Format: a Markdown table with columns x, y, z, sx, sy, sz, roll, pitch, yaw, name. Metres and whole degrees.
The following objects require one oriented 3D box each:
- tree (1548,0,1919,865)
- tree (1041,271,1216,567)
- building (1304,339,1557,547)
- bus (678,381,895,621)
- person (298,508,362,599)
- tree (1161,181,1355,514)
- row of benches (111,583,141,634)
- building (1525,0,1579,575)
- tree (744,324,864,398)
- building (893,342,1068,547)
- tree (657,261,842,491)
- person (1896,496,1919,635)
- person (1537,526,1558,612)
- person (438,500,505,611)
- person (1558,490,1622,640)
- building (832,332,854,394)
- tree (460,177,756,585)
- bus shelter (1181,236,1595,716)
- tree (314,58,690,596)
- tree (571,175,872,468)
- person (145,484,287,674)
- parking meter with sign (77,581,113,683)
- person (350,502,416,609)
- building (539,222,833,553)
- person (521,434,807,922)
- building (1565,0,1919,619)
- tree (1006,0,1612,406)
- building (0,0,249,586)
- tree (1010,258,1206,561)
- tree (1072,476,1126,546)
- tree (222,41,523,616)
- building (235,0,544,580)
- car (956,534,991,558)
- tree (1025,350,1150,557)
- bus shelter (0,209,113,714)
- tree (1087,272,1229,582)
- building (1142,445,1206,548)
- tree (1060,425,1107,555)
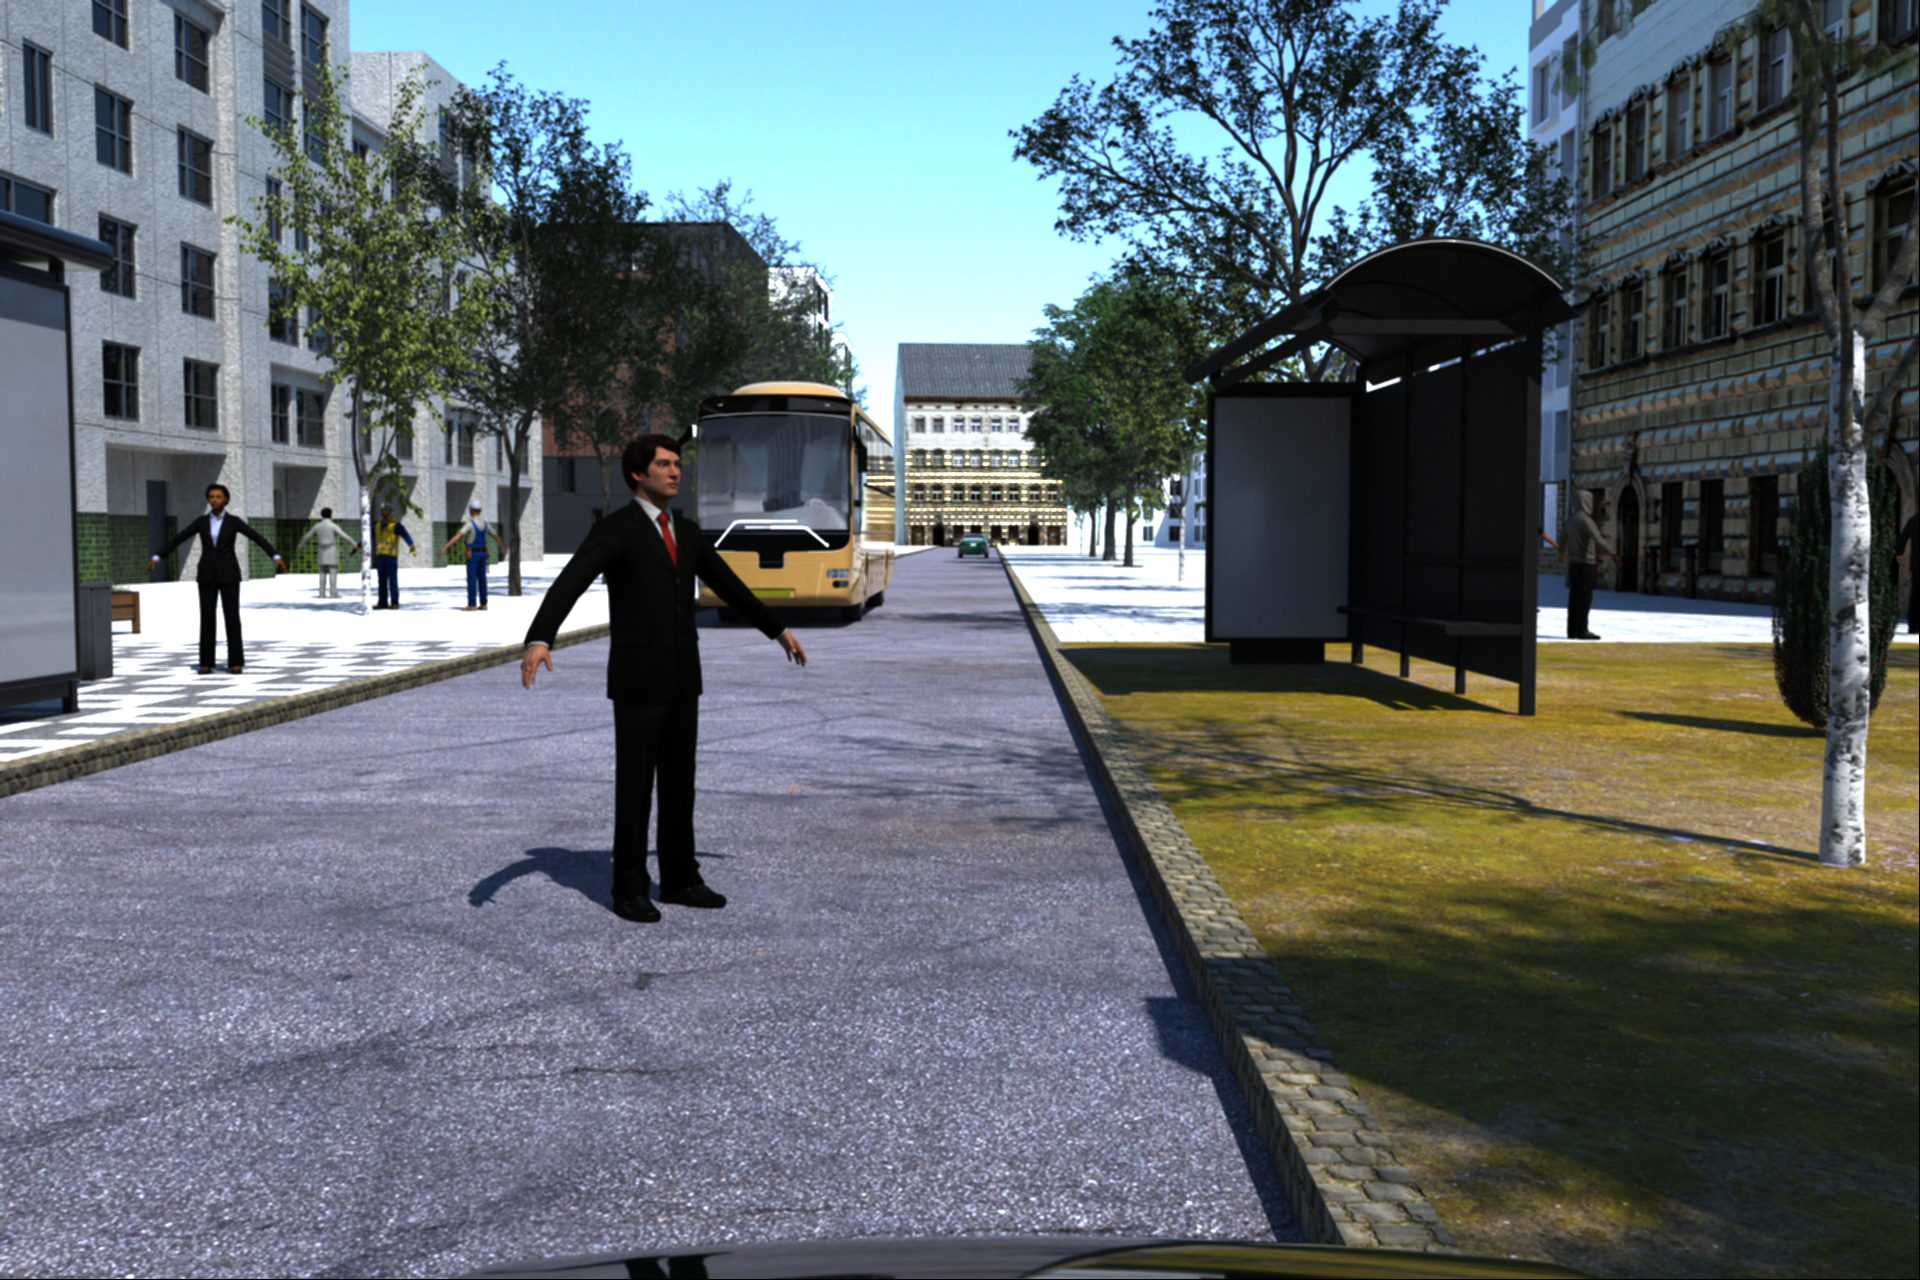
| x | y | z | sx | sy | sz | roll | pitch | yaw | name |
| --- | --- | --- | --- | --- | --- | --- | --- | --- | --- |
| 3.639 | -3.443 | 6.660 | 4.360 | 8.622 | 3.978 | 0 | 3 | 0 | tree |
| 6.663 | -8.639 | 67.001 | 9.928 | 11.665 | 9.643 | 0 | 3 | 0 | tree |
| 21.604 | -8.033 | 73.482 | 9.099 | 9.664 | 28.070 | 0 | 4 | 1 | building |
| -2.746 | -2.454 | 31.668 | 2.896 | 3.916 | 12.252 | 0 | 4 | 1 | bus |
| -12.580 | -1.732 | 34.501 | 1.347 | 1.806 | 0.705 | 0 | 4 | 7 | person |
| 6.134 | -5.316 | 37.273 | 4.737 | 8.622 | 4.395 | 0 | 3 | 0 | tree |
| -11.296 | -0.311 | 20.547 | 1.422 | 0.672 | 4.104 | 1 | 4 | 14 | row of benches |
| 23.589 | -12.149 | 55.056 | 16.016 | 20.090 | 11.380 | 0 | 4 | 1 | building |
| -8.201 | -9.808 | 86.110 | 9.928 | 11.665 | 9.643 | 0 | 3 | 0 | tree |
| 1.955 | -22.325 | 198.397 | 18.063 | 23.208 | 19.493 | 0 | 4 | -6 | building |
| -8.748 | -9.434 | 72.378 | 7.486 | 12.596 | 7.792 | 0 | 3 | 0 | tree |
| 12.354 | -0.974 | 22.142 | 0.704 | 1.802 | 1.346 | 0 | 4 | -5 | person |
| 9.278 | -1.360 | 28.382 | 1.345 | 1.843 | 0.704 | -1 | 4 | -16 | person |
| -8.123 | -1.416 | 29.014 | 0.705 | 1.847 | 1.347 | 3 | 4 | 36 | person |
| 7.614 | -0.918 | 21.132 | 0.705 | 1.813 | 1.348 | -1 | 4 | -10 | person |
| -25.624 | -20.135 | 173.175 | 27.936 | 21.610 | 32.646 | 0 | 4 | 0 | building |
| -8.813 | -6.703 | 44.014 | 8.767 | 10.594 | 7.601 | 1 | 4 | 22 | tree |
| 3.253 | -1.263 | 14.567 | 2.014 | 3.302 | 5.546 | 0 | 4 | -1 | bus shelter |
| -9.277 | -6.157 | 35.082 | 8.767 | 10.594 | 7.601 | 1 | 4 | 11 | tree |
| -8.565 | -9.162 | 60.168 | 12.009 | 13.543 | 11.850 | 0 | 3 | 0 | tree |
| -6.772 | -0.555 | 15.791 | 1.216 | 1.740 | 0.721 | -1 | 4 | -11 | person |
| -7.761 | -1.117 | 14.524 | 0.543 | 3.016 | 1.738 | 0 | 4 | 0 | parking meter with sign |
| -9.802 | -1.444 | 29.579 | 1.349 | 1.833 | 0.705 | 1 | 4 | 21 | person |
| -25.125 | -17.506 | 130.195 | 27.936 | 21.610 | 32.646 | 0 | 4 | 2 | building |
| -1.133 | 0.128 | 6.557 | 0.705 | 1.806 | 1.347 | 3 | 5 | 40 | person |
| 23.629 | -12.271 | 31.565 | 19.493 | 23.208 | 18.063 | 0 | 4 | 1 | building |
| 5.162 | -5.483 | 24.055 | 8.767 | 10.594 | 7.601 | -1 | 4 | -20 | tree |
| -27.993 | -10.048 | 30.739 | 16.747 | 18.905 | 31.486 | 0 | 4 | 2 | building |
| 7.141 | -10.722 | 81.957 | 9.857 | 13.997 | 8.962 | 0 | 3 | 0 | tree |
| 15.562 | -15.678 | 190.743 | 7.601 | 10.594 | 8.767 | 0 | 4 | 5 | tree |
| -9.071 | -4.687 | 26.998 | 4.737 | 8.622 | 4.395 | 0 | 3 | 0 | tree |
| -27.956 | -12.082 | 63.992 | 16.747 | 18.905 | 31.486 | 0 | 4 | 1 | building |
| 0.821 | -5.637 | 103.968 | 2.131 | 1.459 | 4.920 | 0 | 4 | 1 | car |
| 7.324 | -10.351 | 94.993 | 9.928 | 11.665 | 9.643 | 0 | 3 | 0 | tree |
| -7.277 | -1.860 | 8.041 | 2.179 | 5.291 | 8.768 | 0 | 4 | 2 | bus shelter |
| 5.862 | -5.900 | 46.831 | 4.737 | 8.622 | 4.395 | 0 | 3 | 0 | tree |
| 23.427 | -13.880 | 169.079 | 9.099 | 9.664 | 28.070 | 0 | 4 | 1 | building |
| 7.075 | -9.368 | 103.536 | 4.360 | 8.622 | 3.978 | 0 | 3 | 0 | tree |
